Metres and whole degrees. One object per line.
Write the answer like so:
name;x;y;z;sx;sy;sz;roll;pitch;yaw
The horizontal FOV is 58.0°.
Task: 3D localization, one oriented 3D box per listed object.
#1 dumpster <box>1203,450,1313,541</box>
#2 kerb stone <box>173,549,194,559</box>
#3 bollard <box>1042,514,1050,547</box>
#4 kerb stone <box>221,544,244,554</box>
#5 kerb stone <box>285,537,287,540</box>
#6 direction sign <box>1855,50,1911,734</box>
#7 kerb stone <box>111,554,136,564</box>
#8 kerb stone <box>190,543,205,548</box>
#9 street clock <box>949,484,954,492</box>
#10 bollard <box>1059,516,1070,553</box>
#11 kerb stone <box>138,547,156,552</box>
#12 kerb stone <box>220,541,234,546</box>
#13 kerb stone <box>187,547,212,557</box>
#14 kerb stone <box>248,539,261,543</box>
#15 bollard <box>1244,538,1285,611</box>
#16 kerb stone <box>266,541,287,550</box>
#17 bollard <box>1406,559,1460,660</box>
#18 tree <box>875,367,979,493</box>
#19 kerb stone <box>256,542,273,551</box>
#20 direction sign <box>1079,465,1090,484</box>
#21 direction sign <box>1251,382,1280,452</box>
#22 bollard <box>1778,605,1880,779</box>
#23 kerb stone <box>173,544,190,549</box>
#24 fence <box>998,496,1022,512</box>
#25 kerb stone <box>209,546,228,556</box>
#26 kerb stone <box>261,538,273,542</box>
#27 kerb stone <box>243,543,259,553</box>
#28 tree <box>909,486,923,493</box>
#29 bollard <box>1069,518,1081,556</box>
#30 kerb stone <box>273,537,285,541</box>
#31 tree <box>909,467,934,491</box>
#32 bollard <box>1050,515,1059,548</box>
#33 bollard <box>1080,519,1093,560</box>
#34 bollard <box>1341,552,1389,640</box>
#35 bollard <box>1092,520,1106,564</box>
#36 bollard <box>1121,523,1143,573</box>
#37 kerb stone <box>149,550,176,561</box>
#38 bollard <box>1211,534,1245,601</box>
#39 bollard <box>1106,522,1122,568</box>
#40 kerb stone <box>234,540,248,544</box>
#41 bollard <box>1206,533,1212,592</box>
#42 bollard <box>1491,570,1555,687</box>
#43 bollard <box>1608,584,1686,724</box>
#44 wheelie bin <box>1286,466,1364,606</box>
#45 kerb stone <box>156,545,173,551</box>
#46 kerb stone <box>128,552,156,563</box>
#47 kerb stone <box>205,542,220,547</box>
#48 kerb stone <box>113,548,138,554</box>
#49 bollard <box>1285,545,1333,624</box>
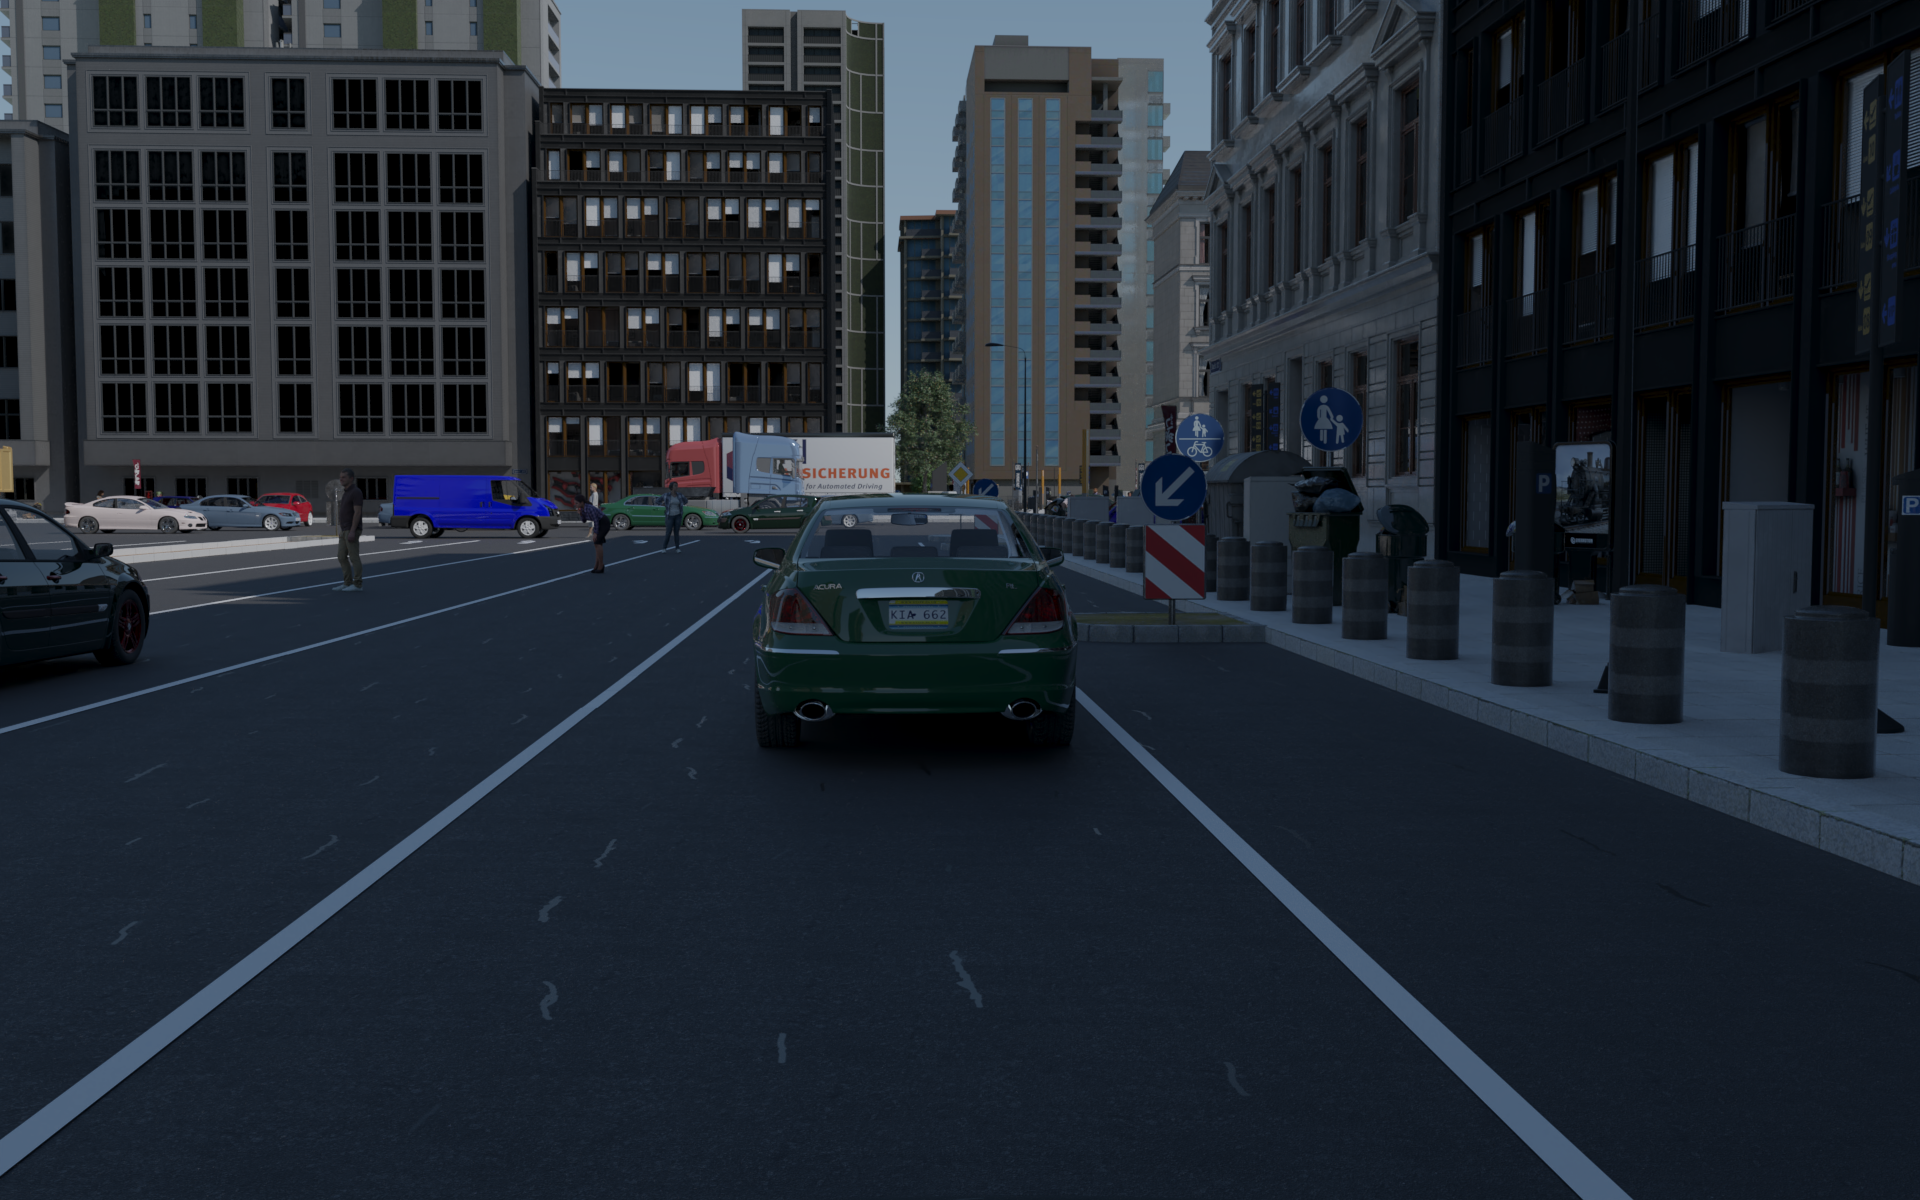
dumpster;4.068;-1.086;23.523;1.264;1.857;1.865;0;4;-3
kerb stone;-17.328;-0.988;38.478;0.120;0.150;1.000;0;4;-3
bollard;2.230;-1.630;41.368;0.404;0.777;0.398;0;3;0
kerb stone;-17.482;-1.185;41.574;0.120;0.150;1.000;0;4;-3
kerb stone;-20.128;-1.810;51.782;0.120;0.150;1.000;0;4;-3
direction sign;4.938;-1.061;9.343;0.379;3.537;0.876;1;4;15
kerb stone;-17.166;-0.804;35.379;0.120;0.150;1.000;0;4;-3
kerb stone;-19.759;-1.368;44.586;0.120;0.150;1.000;0;4;-3
street clock;-0.594;-7.652;129.685;0.471;2.002;0.358;1;4;12
bollard;2.424;-1.403;37.649;0.404;0.777;0.398;0;3;0
kerb stone;-19.584;-1.179;41.491;0.120;0.150;1.000;0;4;-3
kerb stone;-19.861;-1.487;46.639;0.120;0.150;1.000;0;4;-3
kerb stone;-17.379;-1.059;39.504;0.120;0.150;1.000;0;4;-3
kerb stone;-19.967;-1.621;48.692;0.120;0.150;1.000;0;4;-3
bollard;3.403;-0.268;19.091;0.404;0.777;0.398;0;3;0
kerb stone;-17.655;-1.374;44.665;0.120;0.150;1.000;0;4;-3
bollard;3.696;0.073;13.531;0.404;0.777;0.398;0;3;0
tree;-3.148;-14.603;155.762;9.611;12.733;9.660;0;3;0
kerb stone;-17.596;-1.311;43.638;0.120;0.150;1.000;0;4;-3
direction sign;9.868;-8.878;137.152;0.876;3.537;0.379;2;4;24
direction sign;6.252;-2.661;35.505;0.379;3.537;0.876;-2;4;-30
bollard;3.995;0.413;7.962;0.404;0.777;0.398;0;3;0
kerb stone;-19.695;-1.307;43.559;0.120;0.150;1.000;0;4;-3
fence;2.642;-4.930;91.815;0.480;1.192;2.264;3;5;41
kerb stone;-17.436;-1.122;40.538;0.120;0.150;1.000;0;4;-3
kerb stone;-20.023;-1.683;49.718;0.120;0.150;1.000;0;4;-3
kerb stone;-17.538;-1.248;42.603;0.120;0.150;1.000;0;4;-3
tree;-5.204;-13.293;211.935;1.663;3.219;1.824;0;3;0
bollard;2.525;-1.289;35.798;0.404;0.777;0.398;0;3;0
kerb stone;-20.073;-1.745;50.744;0.120;0.150;1.000;0;4;-3
tree;-3.123;-11.042;164.252;4.285;4.588;4.351;0;3;0
bollard;2.326;-1.516;39.500;0.404;0.777;0.398;0;3;0
bollard;2.623;-1.176;33.942;0.404;0.777;0.398;0;3;0
bollard;3.597;-0.041;15.381;0.404;0.777;0.398;0;3;0
bollard;2.719;-1.062;32.087;0.404;0.777;0.398;0;3;0
bollard;2.915;-0.835;28.369;0.404;0.777;0.398;0;3;0
kerb stone;-17.265;-0.932;37.441;0.120;0.150;1.000;0;4;-3
bollard;3.308;-0.381;20.945;0.404;0.777;0.398;0;3;0
bollard;2.812;-0.949;30.233;0.404;0.777;0.398;0;3;0
kerb stone;-19.911;-1.558;47.666;0.120;0.150;1.000;0;4;-3
bollard;3.211;-0.495;22.805;0.404;0.777;0.398;0;3;0
bollard;3.794;0.186;11.680;0.404;0.777;0.398;0;3;0
bollard;3.892;0.300;9.820;0.404;0.777;0.398;0;3;0
wheelie bin;4.215;-0.739;19.990;0.693;1.594;0.980;-3;4;-38
kerb stone;-19.643;-1.242;42.523;0.120;0.150;1.000;0;4;-3
kerb stone;-17.214;-0.868;36.406;0.120;0.150;1.000;0;4;-3
kerb stone;-19.809;-1.427;45.613;0.120;0.150;1.000;0;4;-3
kerb stone;-19.538;-1.117;40.465;0.120;0.150;1.000;0;4;-3
bollard;3.508;-0.154;17.231;0.404;0.777;0.398;0;3;0
